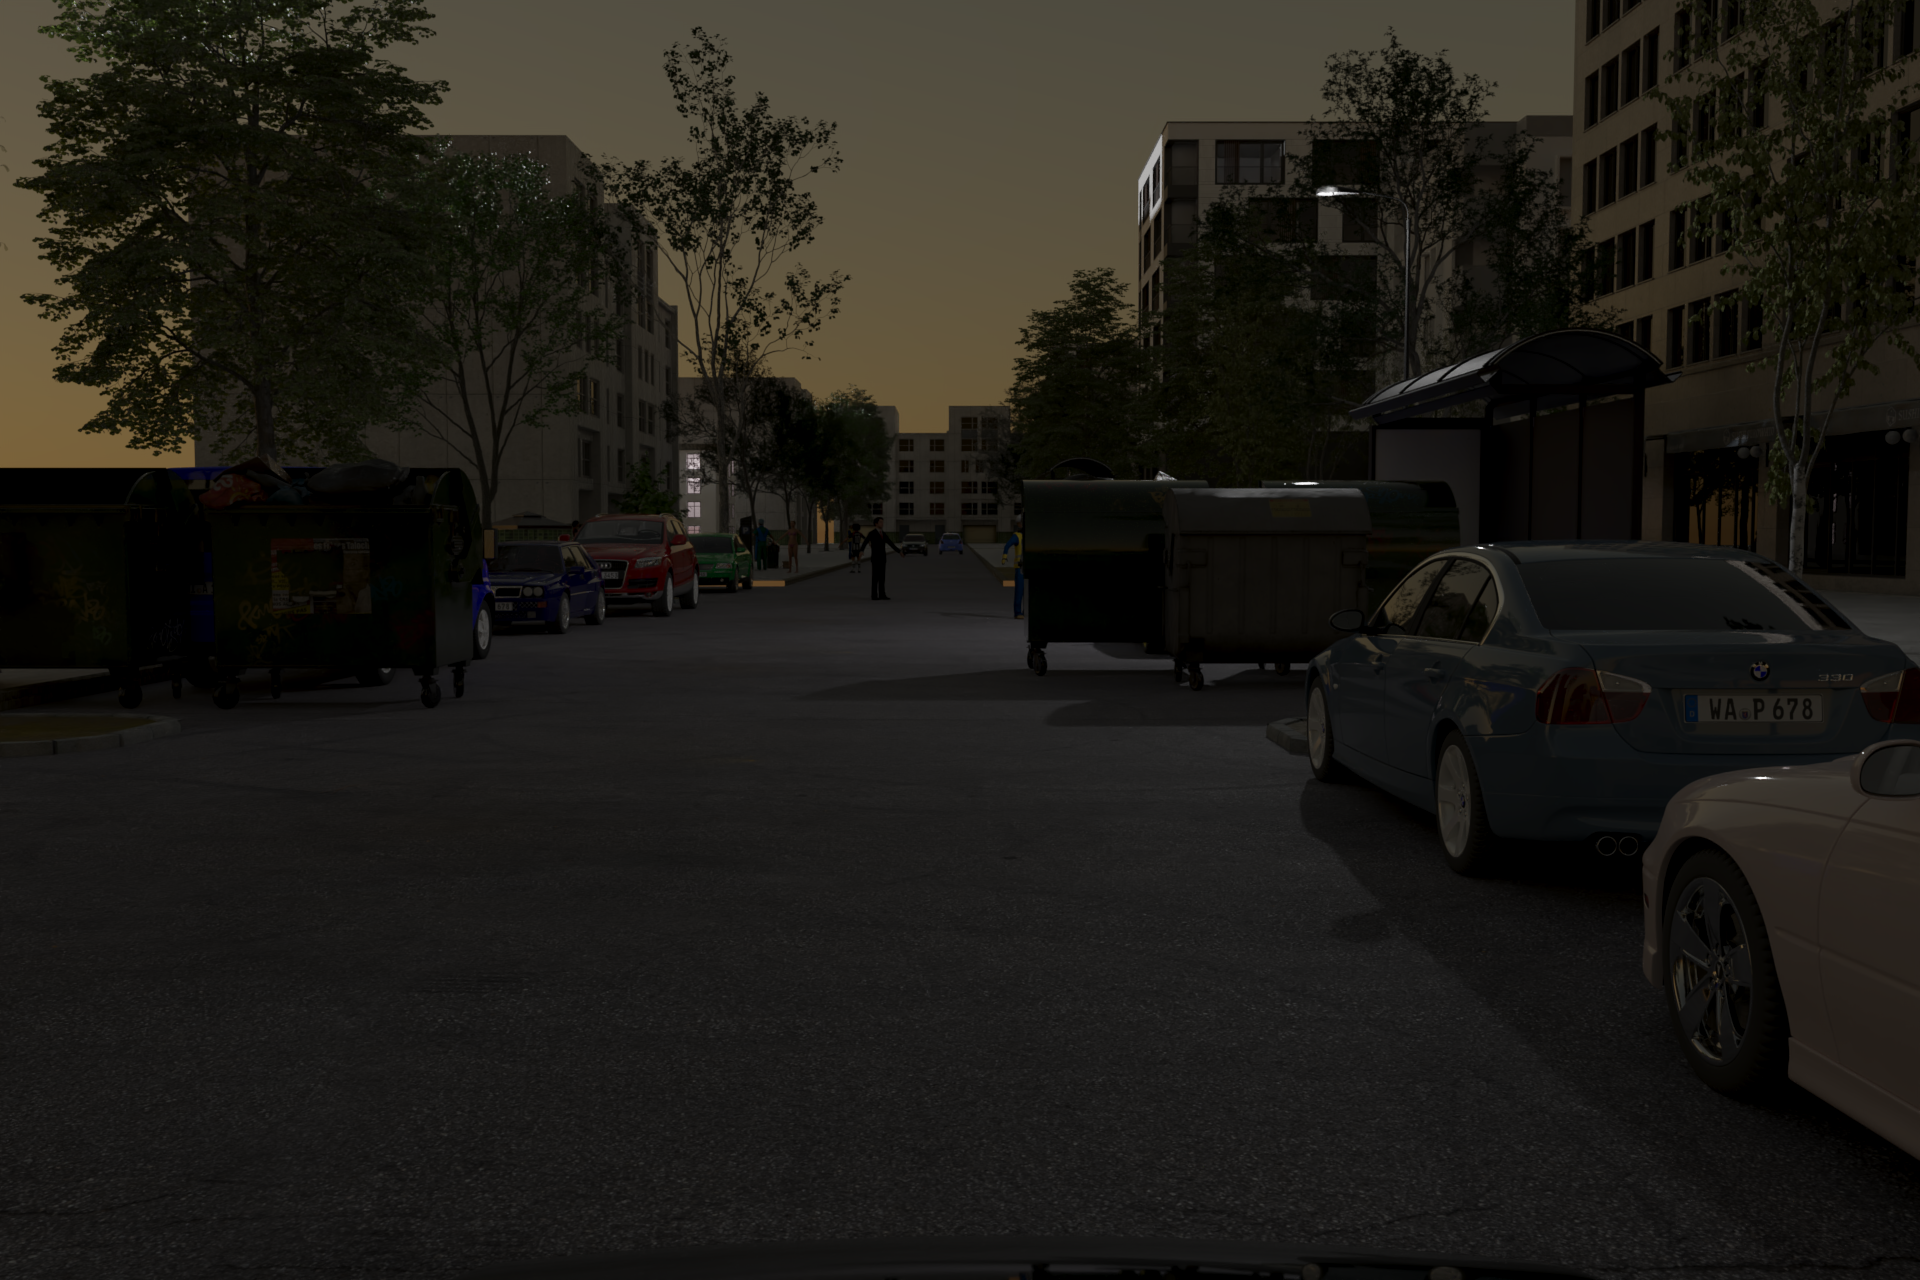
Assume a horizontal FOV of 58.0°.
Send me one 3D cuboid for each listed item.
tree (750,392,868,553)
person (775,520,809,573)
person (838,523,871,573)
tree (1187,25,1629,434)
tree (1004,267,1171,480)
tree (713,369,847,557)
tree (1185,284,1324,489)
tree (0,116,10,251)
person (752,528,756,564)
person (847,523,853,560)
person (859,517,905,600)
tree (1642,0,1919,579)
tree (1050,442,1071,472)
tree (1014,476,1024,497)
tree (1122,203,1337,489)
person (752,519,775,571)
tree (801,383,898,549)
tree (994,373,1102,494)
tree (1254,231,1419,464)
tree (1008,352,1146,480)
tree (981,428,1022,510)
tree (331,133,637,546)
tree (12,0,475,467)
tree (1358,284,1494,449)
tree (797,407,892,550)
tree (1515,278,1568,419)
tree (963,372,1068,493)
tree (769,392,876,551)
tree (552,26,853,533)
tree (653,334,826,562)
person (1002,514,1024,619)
[{"bbox_3d":[-10.094,-11.007,114.381,8.767,10.594,7.601,0,4,4],"label":"tree"},{"bbox_3d":[-5.544,-3.082,57.189,1.217,1.733,0.721,1,4,20],"label":"person"},{"bbox_3d":[-3.858,-3.393,64.078,1.345,1.843,0.704,-2,4,-27],"label":"person"},{"bbox_3d":[8.670,-5.943,31.573,8.767,10.594,7.601,-2,4,-28],"label":"tree"},{"bbox_3d":[5.441,-9.535,74.019,7.486,12.596,7.792,0,3,0],"label":"tree"},{"bbox_3d":[-9.795,-9.965,97.340,7.601,10.594,8.767,1,4,16],"label":"tree"},{"bbox_3d":[8.439,-6.132,50.617,4.737,8.622,4.395,0,3,0],"label":"tree"},{"bbox_3d":[-12.651,-4.200,19.025,4.360,8.622,3.978,0,3,0],"label":"tree"},{"bbox_3d":[-8.419,-3.833,68.937,0.705,1.796,1.348,3,5,42],"label":"person"},{"bbox_3d":[-5.427,-4.939,86.717,0.705,1.833,1.349,0,4,6],"label":"person"},{"bbox_3d":[-1.746,-1.774,37.642,0.705,1.806,1.347,3,5,42],"label":"person"},{"bbox_3d":[9.559,-4.205,19.116,4.737,8.622,4.395,0,3,0],"label":"tree"},{"bbox_3d":[5.577,-9.849,111.393,4.360,8.622,3.978,0,3,0],"label":"tree"},{"bbox_3d":[6.301,-10.247,117.893,4.360,8.622,3.978,0,3,0],"label":"tree"},{"bbox_3d":[9.504,-8.681,60.061,7.486,12.596,7.792,0,3,0],"label":"tree"},{"bbox_3d":[-6.969,-3.329,60.561,1.347,1.817,0.704,-3,5,-42],"label":"person"},{"bbox_3d":[-9.875,-14.765,148.070,9.857,13.997,8.962,0,3,0],"label":"tree"},{"bbox_3d":[5.429,-9.941,96.955,7.601,10.594,8.767,-1,4,-17],"label":"tree"},{"bbox_3d":[8.695,-5.667,43.021,4.360,8.622,3.978,0,3,0],"label":"tree"},{"bbox_3d":[5.901,-9.334,87.022,7.601,10.594,8.767,0,4,-1],"label":"tree"},{"bbox_3d":[5.498,-12.673,141.612,7.601,10.594,8.767,1,4,18],"label":"tree"},{"bbox_3d":[-12.240,-7.278,44.751,9.928,11.665,9.643,0,3,0],"label":"tree"},{"bbox_3d":[-12.030,-6.802,29.345,7.486,12.596,7.792,0,3,0],"label":"tree"},{"bbox_3d":[14.232,-6.100,50.094,4.360,8.622,3.978,0,3,0],"label":"tree"},{"bbox_3d":[-9.305,-12.937,137.271,9.928,11.665,9.643,0,3,0],"label":"tree"},{"bbox_3d":[23.111,-8.478,64.373,9.928,11.665,9.643,0,3,0],"label":"tree"},{"bbox_3d":[5.288,-13.245,126.926,12.009,13.543,11.850,0,3,0],"label":"tree"},{"bbox_3d":[-9.976,-12.354,127.738,9.928,11.665,9.643,0,3,0],"label":"tree"},{"bbox_3d":[-10.342,-12.955,67.697,12.611,20.169,13.585,0,3,0],"label":"tree"},{"bbox_3d":[-9.685,-8.942,80.620,7.601,10.594,8.767,3,5,40],"label":"tree"},{"bbox_3d":[1.125,-1.240,29.202,1.216,1.772,0.721,-3,5,-44],"label":"person"}]
